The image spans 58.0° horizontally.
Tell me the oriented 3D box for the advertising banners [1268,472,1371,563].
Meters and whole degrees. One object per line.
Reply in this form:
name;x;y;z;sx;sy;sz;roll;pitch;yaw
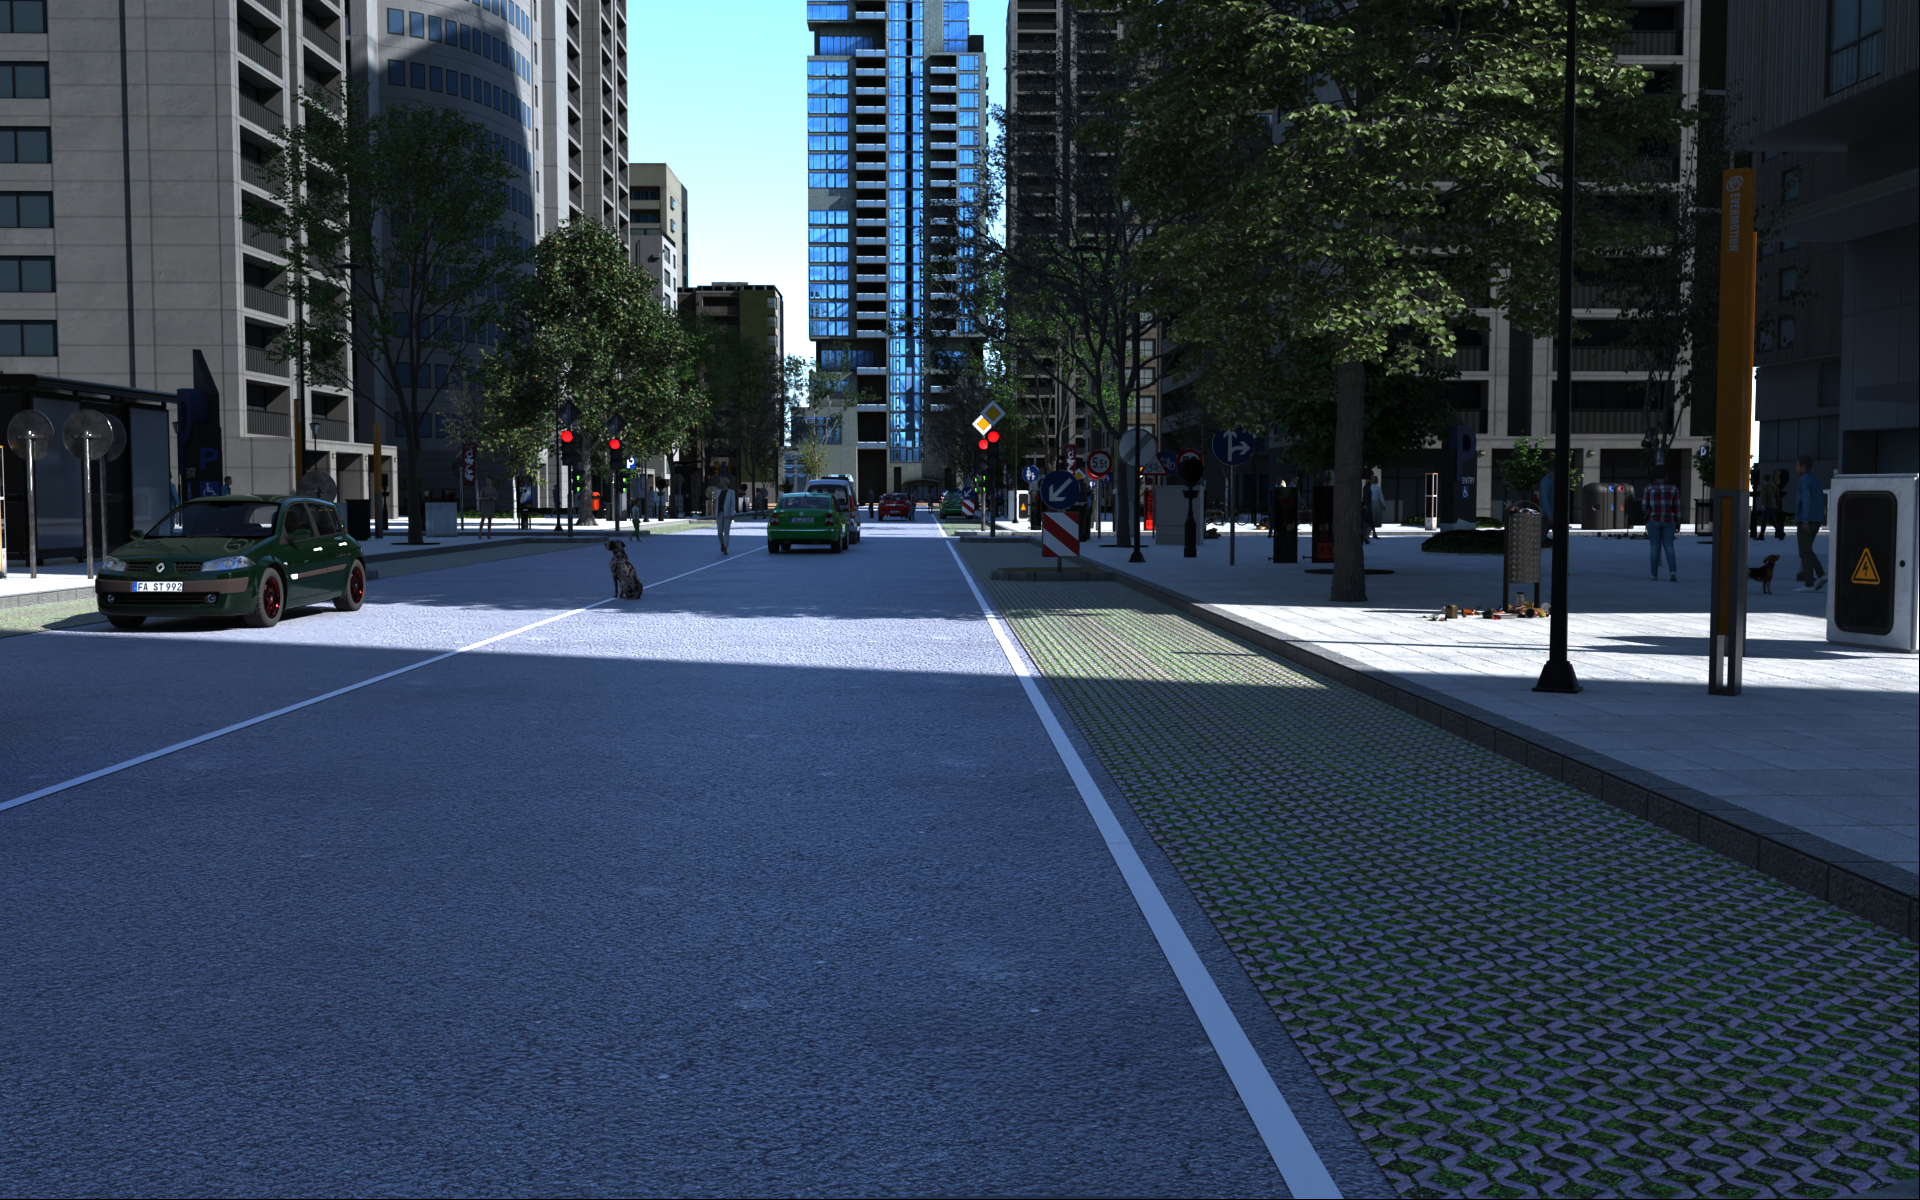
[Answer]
advertising banners;6.781;-2.207;32.272;2.074;3.025;0.090;0;4;-7

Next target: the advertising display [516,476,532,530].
advertising display;-15.644;-3.485;62.194;0.123;1.923;0.974;1;4;13

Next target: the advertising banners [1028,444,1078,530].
advertising banners;3.283;-3.974;61.160;2.074;3.025;0.090;3;4;37

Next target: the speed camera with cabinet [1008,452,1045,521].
speed camera with cabinet;3.190;-5.341;81.657;2.038;3.252;0.660;-3;5;-43

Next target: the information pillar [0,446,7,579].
information pillar;-14.651;-1.328;26.203;0.304;2.012;0.304;-1;4;-16

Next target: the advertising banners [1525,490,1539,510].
advertising banners;21.148;-4.111;63.407;0.090;3.025;2.074;-2;4;-34

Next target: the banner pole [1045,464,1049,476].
banner pole;5.736;-7.408;111.131;0.863;3.779;0.401;3;5;43

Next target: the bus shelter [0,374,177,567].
bus shelter;-17.131;-3.303;31.637;2.179;5.291;8.768;0;4;-1

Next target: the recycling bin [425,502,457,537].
recycling bin;-15.552;-2.409;51.934;0.722;1.027;0.722;-3;4;-38

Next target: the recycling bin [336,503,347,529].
recycling bin;-17.934;-2.351;50.995;0.722;1.027;0.722;1;4;18

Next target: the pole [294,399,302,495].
pole;-14.157;-2.648;37.143;0.158;3.312;0.155;0;3;0

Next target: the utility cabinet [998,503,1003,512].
utility cabinet;2.870;-7.105;127.331;1.020;1.237;0.306;3;5;43

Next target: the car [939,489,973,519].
car;-0.212;-5.518;99.018;1.959;1.807;4.718;0;4;-3

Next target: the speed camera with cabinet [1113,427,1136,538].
speed camera with cabinet;4.967;-3.520;51.893;0.660;3.252;2.038;0;4;-1

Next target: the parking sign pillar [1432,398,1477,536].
parking sign pillar;14.215;-3.721;49.310;1.447;3.967;1.447;-3;5;-45

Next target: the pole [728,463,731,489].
pole;-15.199;-7.355;114.090;0.158;3.312;0.155;0;3;0

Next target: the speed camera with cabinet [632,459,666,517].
speed camera with cabinet;-17.493;-6.306;97.445;0.660;3.252;2.038;3;4;37

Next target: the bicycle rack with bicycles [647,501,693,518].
bicycle rack with bicycles;-16.067;-4.993;95.019;2.852;0.926;2.925;-1;4;-22

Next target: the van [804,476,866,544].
van;-3.803;-2.686;50.933;2.013;2.044;4.112;0;4;-1

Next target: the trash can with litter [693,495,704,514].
trash can with litter;-16.583;-6.093;110.680;1.678;1.210;2.233;-2;4;-30

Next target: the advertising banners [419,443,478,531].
advertising banners;-17.583;-3.867;59.413;2.074;3.025;0.090;-1;4;-8

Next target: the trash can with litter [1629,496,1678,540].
trash can with litter;19.423;-2.335;49.239;2.233;1.210;1.678;1;4;8

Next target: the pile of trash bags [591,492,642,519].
pile of trash bags;-18.134;-4.907;89.985;1.912;1.369;3.447;1;4;22

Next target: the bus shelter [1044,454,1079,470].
bus shelter;6.192;-6.989;105.550;1.731;3.624;6.357;0;4;-1

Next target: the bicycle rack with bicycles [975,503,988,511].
bicycle rack with bicycles;2.330;-7.200;131.097;2.925;0.926;2.852;-1;4;-19

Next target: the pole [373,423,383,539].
pole;-16.769;-3.429;49.900;0.158;3.312;0.155;0;3;0

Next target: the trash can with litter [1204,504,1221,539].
trash can with litter;6.921;-2.331;49.501;1.055;1.170;0.624;-2;4;-35

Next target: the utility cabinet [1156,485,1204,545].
utility cabinet;5.548;-2.142;43.708;1.173;1.500;0.318;2;4;28

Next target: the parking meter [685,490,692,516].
parking meter;-15.674;-5.595;99.892;0.372;1.533;0.369;0;3;0

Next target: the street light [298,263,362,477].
street light;-12.717;-3.816;34.935;1.470;5.913;1.316;0;4;-1

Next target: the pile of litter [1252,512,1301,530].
pile of litter;11.394;-2.951;62.215;1.719;0.858;1.176;1;4;17

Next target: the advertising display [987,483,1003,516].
advertising display;1.994;-5.795;99.970;0.974;1.923;0.123;2;4;28

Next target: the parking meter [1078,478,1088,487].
parking meter;4.408;-3.491;62.795;0.399;1.863;0.255;3;5;44

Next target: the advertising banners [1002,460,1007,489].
advertising banners;2.686;-5.687;89.171;0.090;3.025;2.074;-2;4;-28

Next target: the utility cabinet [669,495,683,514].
utility cabinet;-18.701;-6.291;114.013;0.306;1.237;1.020;3;5;40

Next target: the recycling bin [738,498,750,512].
recycling bin;-15.410;-6.786;123.506;0.722;1.027;0.722;0;4;0

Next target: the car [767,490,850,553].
car;-3.761;-2.114;43.361;1.959;1.807;4.718;0;3;0

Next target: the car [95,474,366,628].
car;-8.230;-0.614;19.828;2.009;1.686;4.222;0;4;0

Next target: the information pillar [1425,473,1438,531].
information pillar;16.566;-3.450;60.901;0.304;2.012;0.304;3;5;44

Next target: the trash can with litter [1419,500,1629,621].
trash can with litter;5.581;-0.440;18.251;2.233;1.210;1.678;-2;4;-33

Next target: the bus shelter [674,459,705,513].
bus shelter;-18.667;-7.844;119.535;1.731;3.624;6.357;0;4;-1

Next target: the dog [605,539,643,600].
dog;-4.596;-0.418;23.673;0.513;0.831;0.800;-1;4;-11

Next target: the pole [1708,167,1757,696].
pole;4.898;-1.049;10.990;0.158;3.312;0.155;0;3;0

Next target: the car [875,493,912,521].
car;-3.510;-5.163;93.453;2.155;1.783;4.494;0;4;-2

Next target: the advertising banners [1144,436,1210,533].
advertising banners;6.503;-3.437;52.389;2.074;3.025;0.090;1;4;9

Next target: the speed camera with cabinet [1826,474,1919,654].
speed camera with cabinet;7.899;-1.190;13.796;0.660;3.252;2.038;-1;4;-14

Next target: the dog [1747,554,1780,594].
dog;10.209;-0.332;22.252;0.540;0.507;0.406;-3;5;-40

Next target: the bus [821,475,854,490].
bus;-11.215;-10.005;158.443;2.948;3.499;13.247;0;4;-2

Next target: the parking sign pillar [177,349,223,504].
parking sign pillar;-13.931;-2.647;31.754;1.447;3.967;1.447;-3;4;-36

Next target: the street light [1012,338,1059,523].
street light;2.393;-4.849;51.822;1.470;5.913;1.316;0;4;-1
